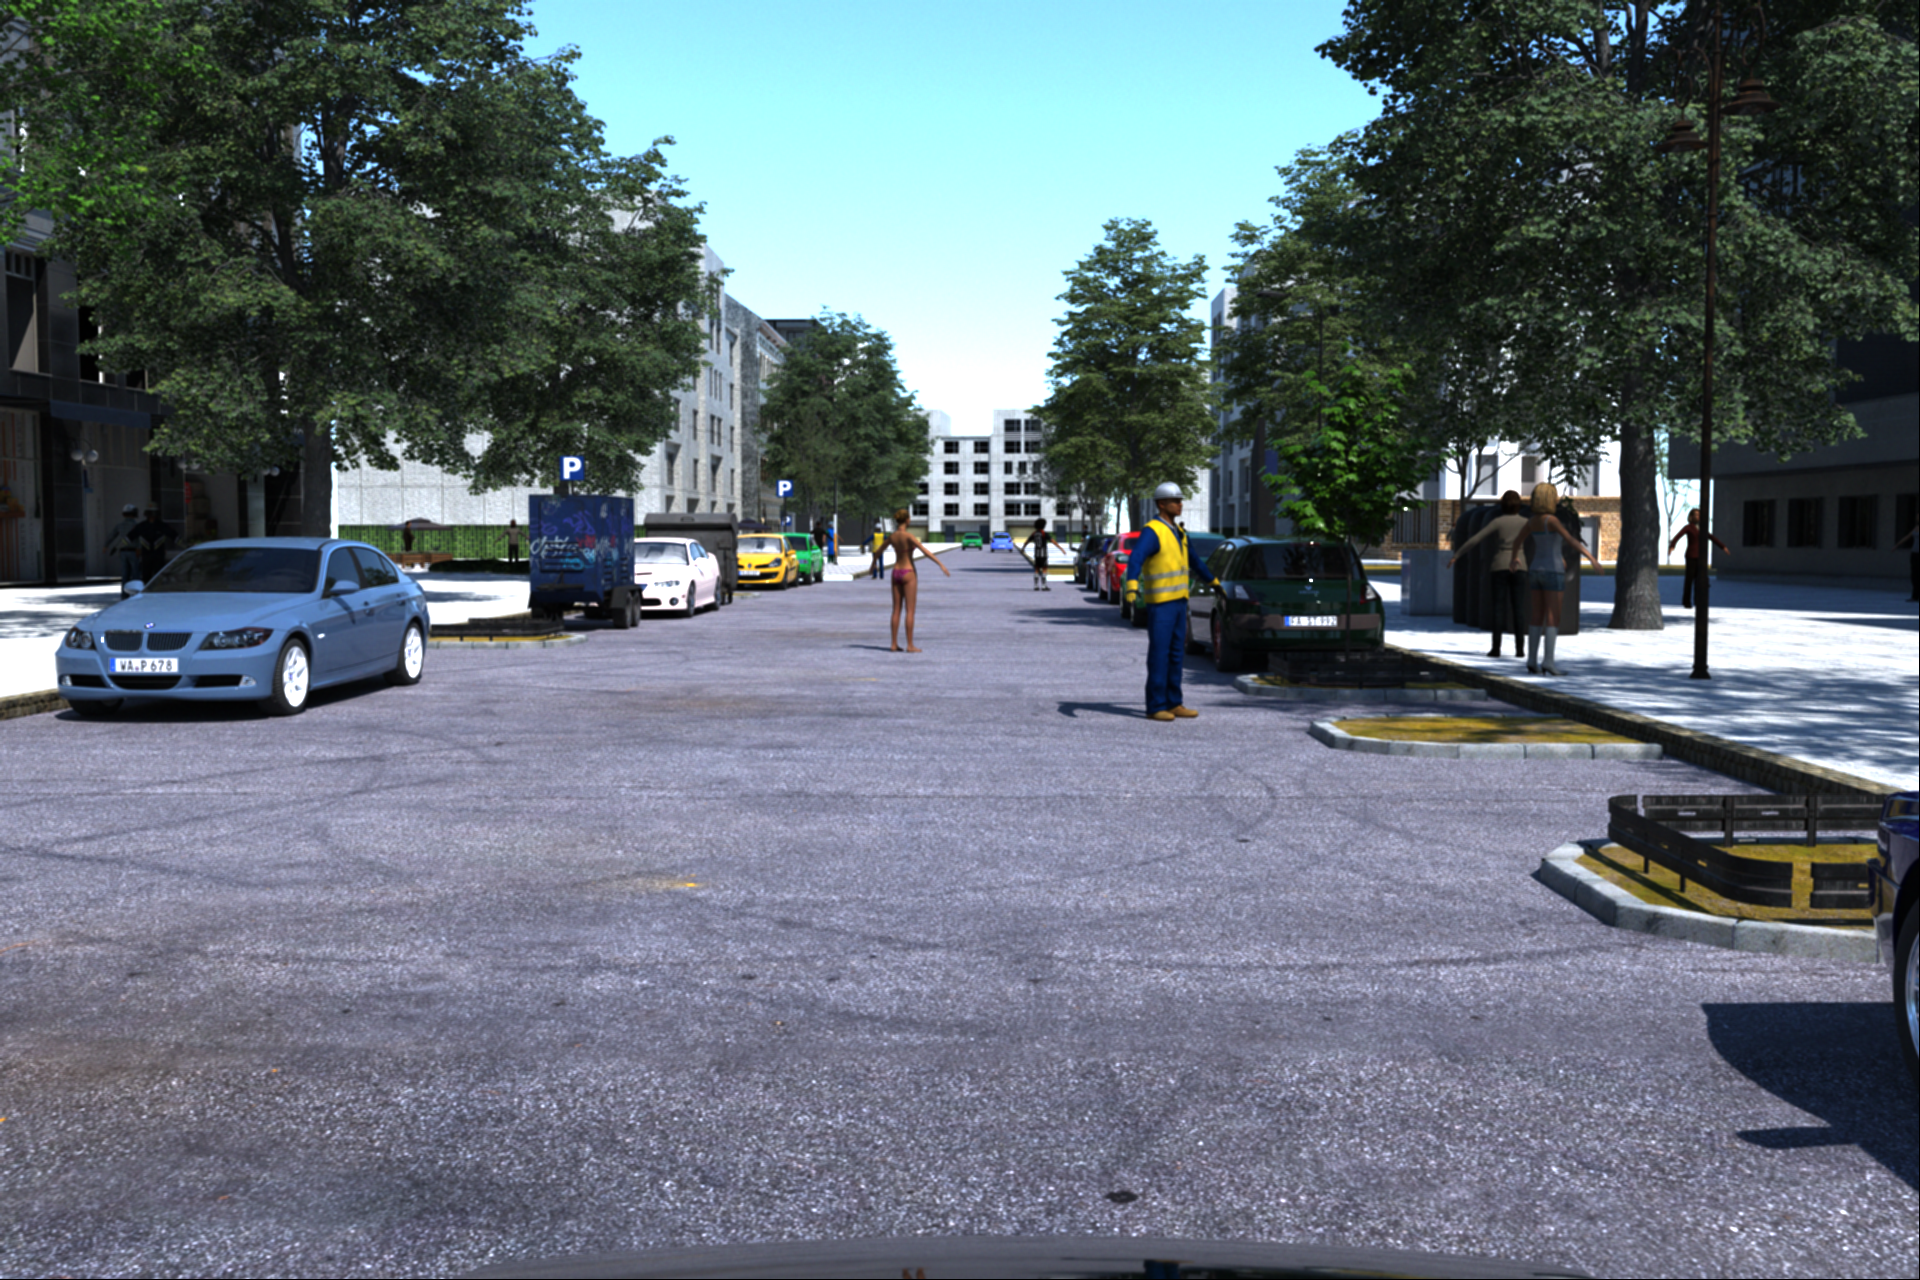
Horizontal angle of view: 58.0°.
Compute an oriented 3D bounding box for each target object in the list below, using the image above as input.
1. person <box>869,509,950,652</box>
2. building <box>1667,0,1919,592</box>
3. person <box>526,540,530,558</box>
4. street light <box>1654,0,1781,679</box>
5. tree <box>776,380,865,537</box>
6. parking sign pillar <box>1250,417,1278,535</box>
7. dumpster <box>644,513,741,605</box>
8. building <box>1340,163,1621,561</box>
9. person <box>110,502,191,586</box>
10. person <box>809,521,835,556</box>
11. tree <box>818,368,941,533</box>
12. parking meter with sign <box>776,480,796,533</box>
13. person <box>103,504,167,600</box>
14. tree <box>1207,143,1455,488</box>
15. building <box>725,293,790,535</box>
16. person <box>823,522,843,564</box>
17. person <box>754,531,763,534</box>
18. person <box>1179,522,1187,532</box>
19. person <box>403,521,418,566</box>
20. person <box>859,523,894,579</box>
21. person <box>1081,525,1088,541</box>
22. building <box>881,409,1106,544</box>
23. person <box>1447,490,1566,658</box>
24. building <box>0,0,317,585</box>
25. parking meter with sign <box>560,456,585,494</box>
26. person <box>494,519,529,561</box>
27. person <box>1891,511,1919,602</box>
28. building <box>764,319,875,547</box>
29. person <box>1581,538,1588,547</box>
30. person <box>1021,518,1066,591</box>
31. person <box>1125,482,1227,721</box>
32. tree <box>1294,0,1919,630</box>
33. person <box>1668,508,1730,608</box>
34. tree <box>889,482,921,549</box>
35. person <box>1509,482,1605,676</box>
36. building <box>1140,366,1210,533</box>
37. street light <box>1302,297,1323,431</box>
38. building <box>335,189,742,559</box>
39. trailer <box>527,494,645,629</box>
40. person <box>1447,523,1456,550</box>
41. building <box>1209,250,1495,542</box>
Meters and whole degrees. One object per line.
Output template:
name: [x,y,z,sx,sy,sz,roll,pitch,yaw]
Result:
person: [-0.639,-0.725,21.108,1.217,1.733,0.721,3,4,36]
building: [26.346,-13.110,33.415,14.314,24.678,30.058,0,4,2]
person: [-21.308,-4.716,86.369,0.599,1.433,0.991,2,4,24]
street light: [6.575,-2.594,15.206,0.468,5.910,1.993,0,4,1]
tree: [-7.239,-8.125,83.198,4.360,8.622,3.978,0,3,0]
parking sign pillar: [7.080,-3.183,40.517,1.447,3.967,1.447,0,4,1]
dumpster: [-5.456,-1.653,35.239,1.865,1.857,1.264,0,4,1]
building: [26.181,-14.600,95.138,16.016,20.090,11.380,0,4,1]
person: [-14.185,-1.503,30.440,1.351,1.845,0.704,-1,4,-14]
person: [-5.829,-3.993,71.510,1.346,1.802,0.704,1,4,12]
tree: [-6.214,-13.763,131.681,9.857,13.997,8.962,0,3,0]
parking meter with sign: [-5.604,-3.689,56.584,0.543,3.016,1.738,0,4,2]
person: [-15.771,-1.661,32.990,1.345,1.849,0.704,1,4,11]
tree: [10.995,-8.133,51.104,7.486,12.596,7.792,0,3,0]
building: [-23.437,-18.405,131.849,19.493,23.208,18.063,0,4,1]
person: [-5.537,-4.204,74.858,0.704,1.817,1.347,3,4,36]
person: [-10.427,-5.100,89.161,0.705,1.856,1.354,-3,5,-40]
person: [9.515,-4.161,74.218,1.347,1.806,0.705,3,5,42]
person: [-21.883,-3.833,68.807,0.704,1.812,1.346,-3,4,-37]
person: [-2.620,-2.813,54.911,1.216,1.772,0.721,-1,4,-20]
person: [6.176,-4.886,86.610,0.721,1.740,1.216,1,4,10]
building: [5.286,-23.347,250.629,31.486,18.905,16.747,0,4,5]
person: [5.719,-0.694,18.100,1.215,1.744,0.721,0,4,5]
building: [-27.775,-16.205,44.545,16.754,29.471,25.880,0,4,2]
parking meter with sign: [-8.623,-2.644,39.487,0.543,3.016,1.738,0,4,1]
person: [-16.054,-3.435,62.285,1.348,1.813,0.705,-1,4,-19]
person: [18.077,-1.584,32.702,0.721,1.737,1.217,-1,4,-14]
building: [-23.768,-20.625,181.187,27.936,21.610,32.646,0,4,1]
person: [17.703,-2.715,50.500,1.345,1.816,0.704,-1,4,-22]
person: [2.066,-2.157,43.867,1.345,1.843,0.704,3,4,36]
person: [1.629,-0.305,13.420,0.705,1.833,1.349,3,5,39]
tree: [9.071,-7.111,22.918,9.857,13.997,8.962,0,3,0]
person: [12.709,-1.408,29.835,1.215,1.729,0.721,-1,4,-16]
tree: [-6.115,-12.404,153.168,4.360,8.622,3.978,0,3,0]
person: [5.404,-0.561,15.786,0.721,1.753,1.214,-1,4,-21]
building: [28.760,-19.833,190.722,16.747,18.905,31.486,0,4,1]
street light: [7.440,-3.709,33.188,1.470,5.913,1.316,0,4,1]
building: [-23.749,-14.585,104.930,16.747,18.905,31.486,0,4,0]
trailer: [-5.710,-1.140,25.695,1.471,1.999,3.904,0,4,1]
person: [22.272,-4.390,78.040,0.705,1.796,1.348,-1,4,-18]
building: [27.012,-15.299,116.601,16.747,18.905,31.486,0,4,2]
